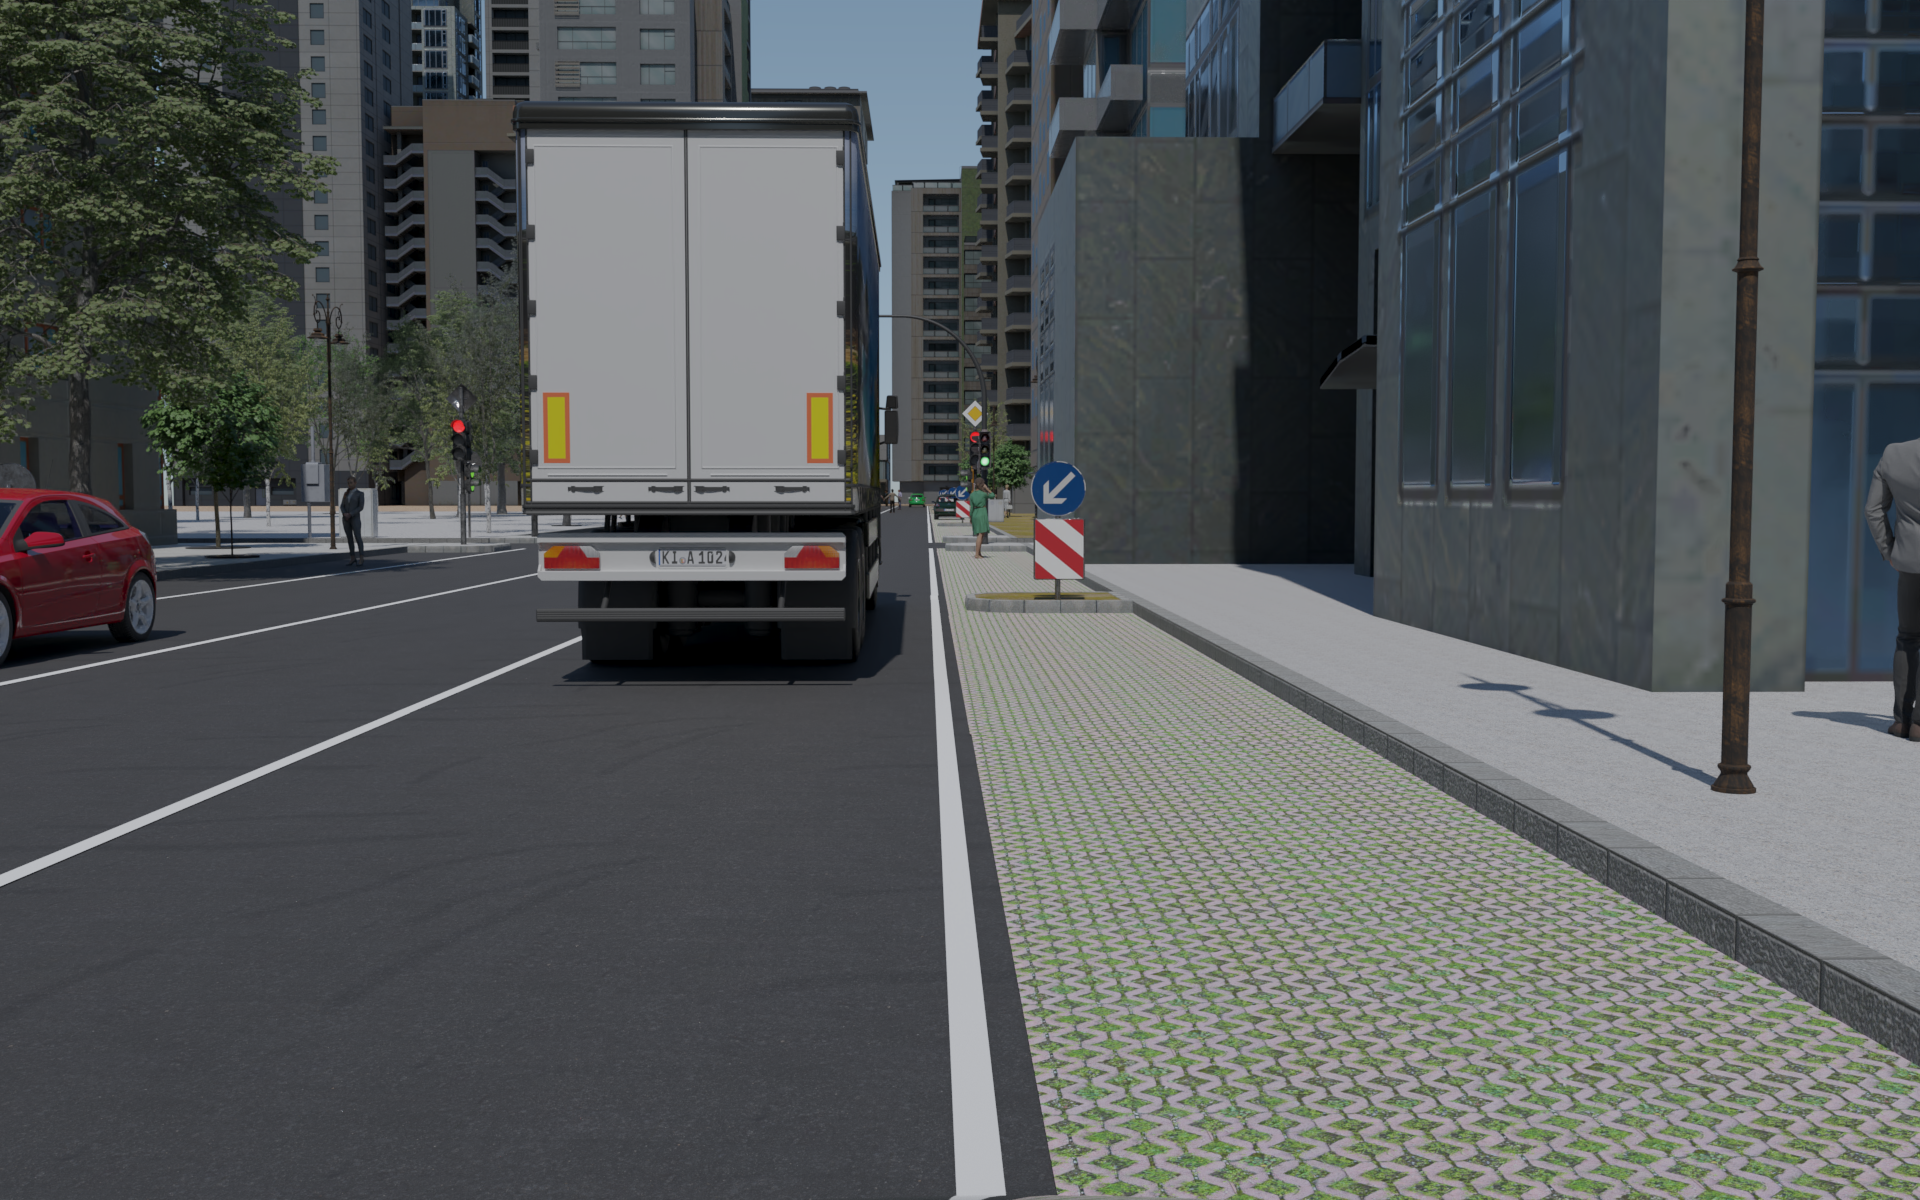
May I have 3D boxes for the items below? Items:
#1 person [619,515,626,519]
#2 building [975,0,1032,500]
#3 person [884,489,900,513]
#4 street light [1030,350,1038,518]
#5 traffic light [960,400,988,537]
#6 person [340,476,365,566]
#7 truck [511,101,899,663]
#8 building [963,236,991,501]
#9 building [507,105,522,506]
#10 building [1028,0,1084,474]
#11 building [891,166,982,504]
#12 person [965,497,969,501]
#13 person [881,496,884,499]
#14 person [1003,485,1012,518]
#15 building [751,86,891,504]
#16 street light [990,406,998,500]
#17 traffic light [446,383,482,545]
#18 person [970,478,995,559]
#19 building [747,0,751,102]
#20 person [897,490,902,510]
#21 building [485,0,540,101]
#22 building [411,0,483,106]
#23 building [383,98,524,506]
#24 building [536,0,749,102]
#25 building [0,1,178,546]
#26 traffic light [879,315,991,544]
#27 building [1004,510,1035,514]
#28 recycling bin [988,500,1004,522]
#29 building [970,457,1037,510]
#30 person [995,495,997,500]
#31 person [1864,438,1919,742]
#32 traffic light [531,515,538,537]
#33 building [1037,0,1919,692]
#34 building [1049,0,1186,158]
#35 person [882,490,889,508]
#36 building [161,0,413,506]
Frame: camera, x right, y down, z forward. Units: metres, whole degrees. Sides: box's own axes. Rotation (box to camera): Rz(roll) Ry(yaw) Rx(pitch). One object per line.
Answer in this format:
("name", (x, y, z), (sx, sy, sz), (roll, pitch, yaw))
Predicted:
("person", (-16.979, -4.725, 87.573), (0.640, 1.303, 0.475), (1, 4, 17))
("building", (12.589, -30.403, 151.714), (22.147, 44.769, 28.867), (0, 4, -1))
("person", (-5.149, -7.533, 131.673), (1.348, 1.823, 0.705), (-1, 4, -18))
("street light", (2.450, -4.977, 54.167), (0.468, 5.910, 1.993), (0, 4, -1))
("traffic light", (0.437, -3.861, 52.050), (0.839, 4.253, 0.868), (0, 4, -1))
("person", (-12.172, -1.582, 34.634), (0.520, 1.790, 0.573), (0, 4, -3))
("truck", (-2.102, -1.780, 18.021), (2.839, 4.237, 11.283), (0, 4, -1))
("building", (7.323, -25.904, 195.228), (14.160, 30.474, 14.107), (0, 4, -1))
("building", (-33.174, -32.740, 189.931), (28.867, 44.769, 22.147), (0, 4, -1))
("building", (10.768, -26.493, 83.278), (14.600, 45.320, 14.200), (0, 4, -1))
("building", (-1.640, -32.709, 218.383), (14.086, 41.232, 14.154), (0, 4, -1))
("person", (0.573, -9.166, 155.997), (0.705, 1.812, 1.348), (-3, 5, -43))
("person", (-9.116, -11.385, 195.357), (1.217, 1.736, 0.721), (3, 4, 36))
("person", (2.452, -5.245, 92.151), (0.624, 1.780, 0.694), (-2, 4, -35))
("building", (-23.086, -38.859, 224.576), (27.495, 52.752, 28.713), (0, 4, -1))
("street light", (1.747, -7.140, 89.530), (0.468, 5.910, 1.993), (0, 4, -1))
("traffic light", (-12.567, -3.356, 43.797), (0.839, 4.253, 0.868), (0, 4, -1))
("person", (0.426, -1.813, 38.396), (0.600, 1.795, 0.529), (2, 4, 29))
("building", (-28.276, -44.420, 164.512), (20.563, 71.187, 20.611), (0, 4, -1))
("person", (-5.566, -9.029, 155.985), (0.599, 1.838, 0.709), (-2, 4, -26))
("building", (-47.636, -47.826, 220.207), (20.611, 71.187, 20.563), (0, 4, -1))
("building", (-73.949, -55.484, 219.841), (31.000, 86.520, 22.319), (0, 4, -1))
("building", (-54.778, -33.225, 193.343), (14.200, 45.320, 14.600), (0, 4, -1))
("building", (-23.995, -27.552, 134.067), (14.154, 41.232, 14.086), (0, 4, -1))
("building", (-34.172, -11.284, 29.535), (28.899, 21.520, 27.650), (0, 4, -1))
("traffic light", (-1.498, -4.233, 43.885), (4.771, 5.953, 1.251), (0, 4, -1))
("building", (13.566, -41.442, 115.827), (20.563, 71.187, 20.611), (0, 4, -1))
("recycling bin", (1.634, -4.089, 79.401), (0.722, 1.027, 0.722), (0, 4, -4))
("building", (11.515, -45.144, 176.354), (20.563, 71.187, 20.611), (0, 4, -1))
("person", (2.429, -6.636, 119.217), (0.332, 1.250, 0.352), (-2, 4, -35))
("person", (5.063, -0.171, 9.016), (0.473, 1.802, 0.592), (-1, 4, -17))
("traffic light", (-10.631, -4.721, 51.856), (4.771, 5.953, 1.251), (0, 4, -1))
("building", (13.335, -43.519, 24.213), (22.319, 86.520, 31.000), (0, 4, -1))
("building", (18.610, -27.245, 65.070), (30.456, 49.044, 23.786), (0, 4, -1))
("person", (-7.689, -10.546, 180.554), (0.705, 1.869, 1.348), (-2, 4, -33))
("building", (-72.589, -45.990, 190.191), (20.611, 71.187, 20.563), (0, 4, -1))
